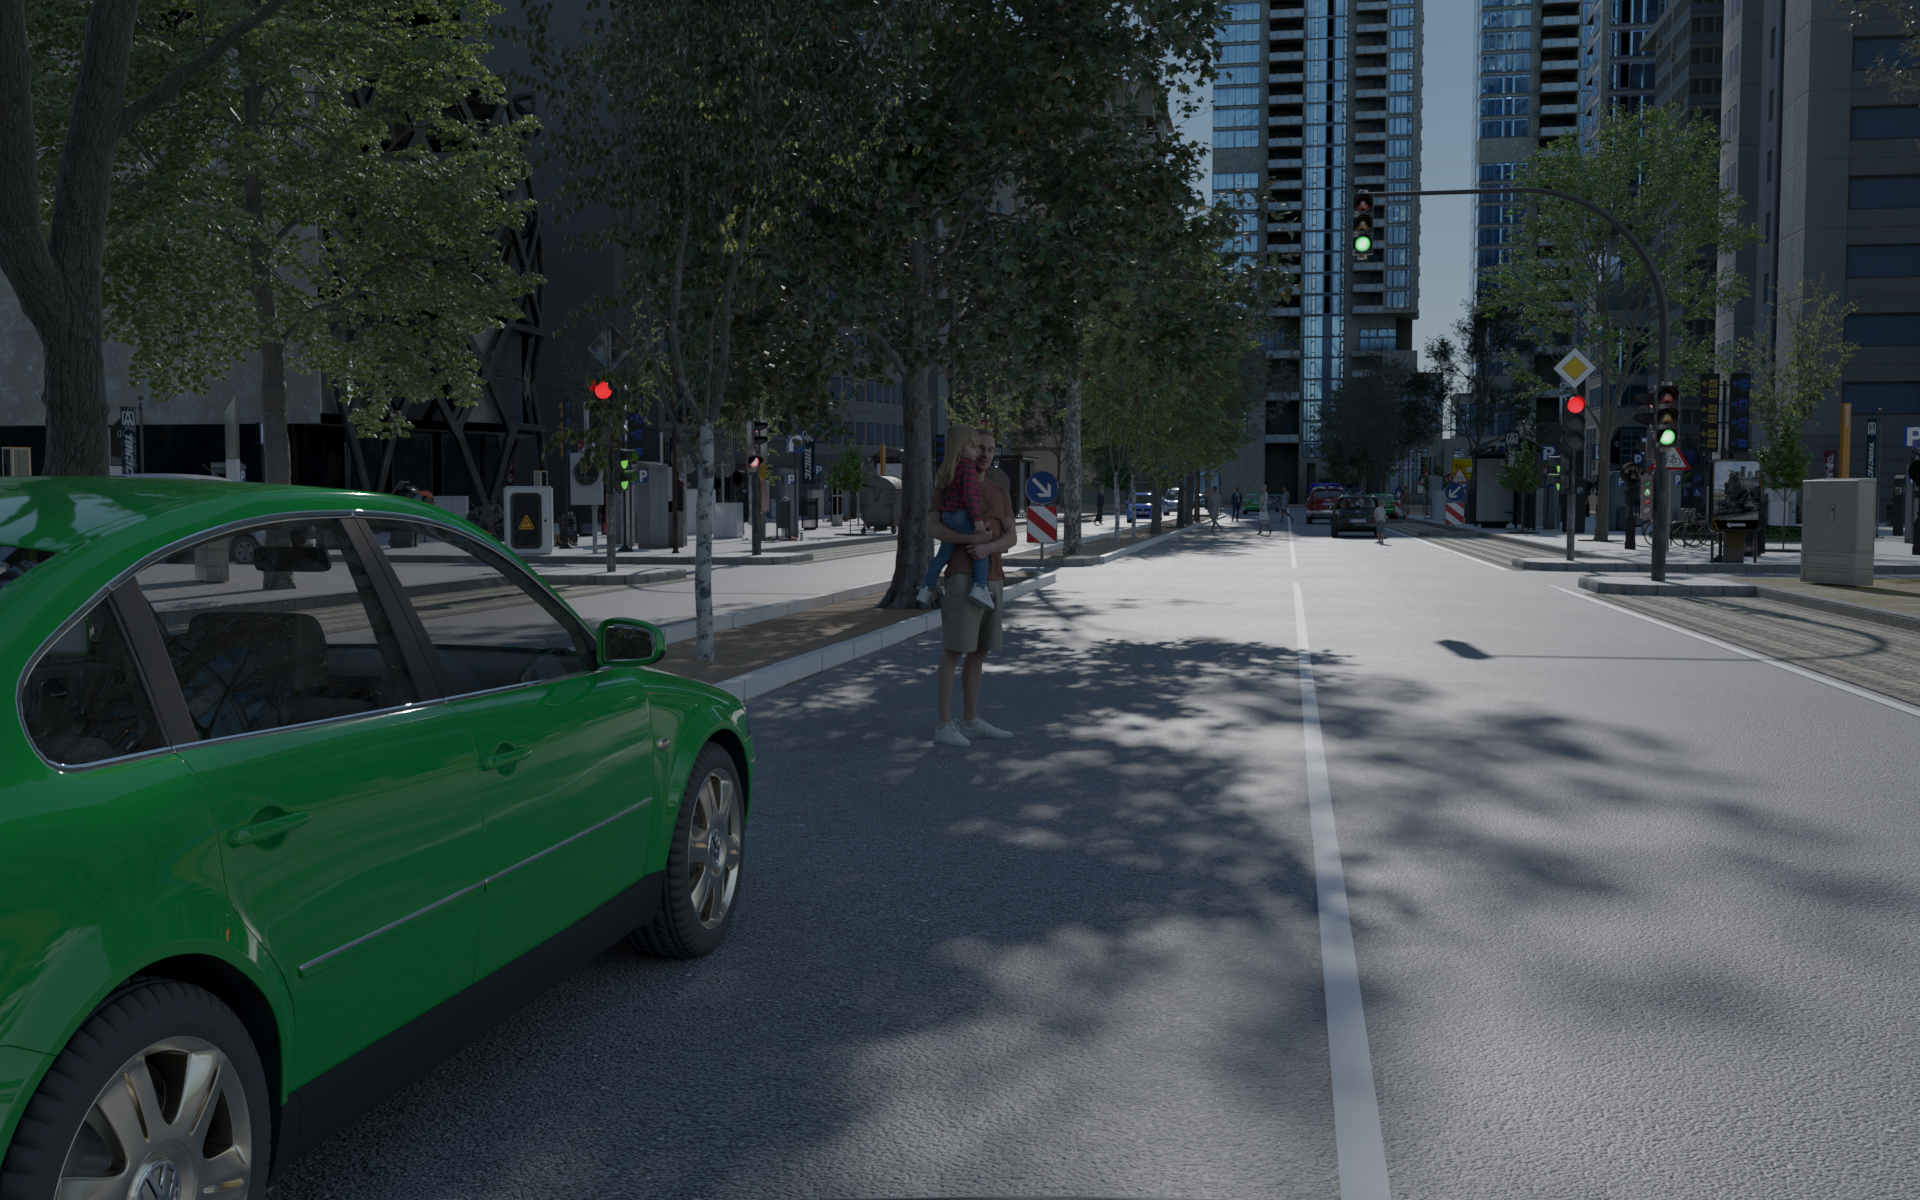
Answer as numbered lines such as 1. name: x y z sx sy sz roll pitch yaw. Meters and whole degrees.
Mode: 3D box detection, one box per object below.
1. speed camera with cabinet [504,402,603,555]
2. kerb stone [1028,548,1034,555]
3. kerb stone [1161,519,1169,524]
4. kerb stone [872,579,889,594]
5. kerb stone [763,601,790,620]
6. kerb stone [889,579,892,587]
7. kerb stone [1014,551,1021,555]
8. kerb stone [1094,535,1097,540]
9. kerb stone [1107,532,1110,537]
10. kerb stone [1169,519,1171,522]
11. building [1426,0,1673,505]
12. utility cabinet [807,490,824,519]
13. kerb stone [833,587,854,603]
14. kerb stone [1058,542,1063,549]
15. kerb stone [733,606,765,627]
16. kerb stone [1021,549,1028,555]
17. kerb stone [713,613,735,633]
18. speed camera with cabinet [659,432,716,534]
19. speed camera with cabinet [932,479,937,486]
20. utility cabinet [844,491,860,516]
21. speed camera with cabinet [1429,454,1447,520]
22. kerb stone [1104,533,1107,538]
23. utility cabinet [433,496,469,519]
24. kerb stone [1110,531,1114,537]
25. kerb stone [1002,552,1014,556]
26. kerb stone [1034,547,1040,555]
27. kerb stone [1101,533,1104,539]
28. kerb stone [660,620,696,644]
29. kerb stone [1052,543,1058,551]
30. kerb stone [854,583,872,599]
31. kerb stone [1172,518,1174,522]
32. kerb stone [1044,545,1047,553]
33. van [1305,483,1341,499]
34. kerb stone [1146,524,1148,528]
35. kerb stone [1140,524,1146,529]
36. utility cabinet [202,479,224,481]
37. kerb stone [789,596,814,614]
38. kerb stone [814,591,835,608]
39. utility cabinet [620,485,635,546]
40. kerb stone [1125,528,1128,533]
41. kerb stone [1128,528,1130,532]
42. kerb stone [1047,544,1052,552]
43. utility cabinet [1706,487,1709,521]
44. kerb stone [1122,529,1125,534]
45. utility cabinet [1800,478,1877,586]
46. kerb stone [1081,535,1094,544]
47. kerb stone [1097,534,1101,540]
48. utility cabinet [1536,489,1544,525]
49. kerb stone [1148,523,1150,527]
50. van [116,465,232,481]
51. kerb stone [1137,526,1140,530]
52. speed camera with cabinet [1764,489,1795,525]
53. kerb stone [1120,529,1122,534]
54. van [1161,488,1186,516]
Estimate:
1. speed camera with cabinet: -8.633 -2.598 36.813 2.038 3.252 0.660 -1 4 -10
2. kerb stone: 1.511 -1.063 39.569 0.120 0.150 1.000 1 4 11
3. kerb stone: 10.054 -3.836 84.919 0.120 0.150 1.000 1 4 11
4. kerb stone: -1.230 -0.169 24.955 0.120 0.150 1.000 1 4 11
5. kerb stone: -2.184 0.139 19.925 0.120 0.150 1.000 1 4 11
6. kerb stone: -1.042 -0.229 25.964 0.120 0.150 1.000 1 4 11
7. kerb stone: 1.134 -0.940 37.559 0.120 0.150 1.000 1 4 11
8. kerb stone: 3.983 -1.863 52.662 0.120 0.150 1.000 1 4 11
9. kerb stone: 4.733 -2.110 56.695 0.120 0.150 1.000 1 4 11
10. kerb stone: 10.254 -3.895 85.931 0.120 0.150 1.000 1 4 11
11. building: 73.360 -54.656 206.301 31.000 86.520 22.319 1 4 11
12. utility cabinet: -7.514 -4.972 89.977 0.318 1.500 1.173 2 4 26
13. kerb stone: -1.613 -0.043 22.945 0.120 0.150 1.000 1 4 11
14. kerb stone: 2.468 -1.365 44.596 0.120 0.150 1.000 1 4 11
15. kerb stone: -2.369 0.200 18.920 0.120 0.150 1.000 1 4 11
16. kerb stone: 1.322 -0.997 38.564 0.120 0.150 1.000 1 4 11
17. kerb stone: -2.570 0.262 17.918 0.120 0.150 1.000 1 4 11
18. speed camera with cabinet: -8.911 -3.757 55.760 2.038 3.252 0.660 -1 4 -10
19. speed camera with cabinet: -0.650 -6.926 107.576 2.038 3.252 0.660 2 4 24
20. utility cabinet: -6.104 -5.440 97.629 0.318 1.500 1.173 -3 4 -38
21. speed camera with cabinet: 23.596 -5.575 85.491 0.660 3.252 2.038 0 4 7
22. kerb stone: 4.550 -2.049 55.689 0.120 0.150 1.000 1 4 11
23. utility cabinet: -15.684 -2.582 53.378 1.020 1.237 0.306 0 4 5
24. kerb stone: 4.939 -2.169 57.704 0.120 0.150 1.000 1 4 11
25. kerb stone: 0.943 -0.878 36.555 0.120 0.150 1.000 1 4 11
26. kerb stone: 1.706 -1.124 40.573 0.120 0.150 1.000 1 4 11
27. kerb stone: 4.364 -1.987 54.684 0.120 0.150 1.000 1 4 11
28. kerb stone: -2.752 0.324 16.896 0.120 0.150 1.000 1 4 11
29. kerb stone: 2.276 -1.309 43.591 0.120 0.150 1.000 1 4 11
30. kerb stone: -1.426 -0.106 23.950 0.120 0.150 1.000 1 4 11
31. kerb stone: 10.627 -4.021 87.945 0.120 0.150 1.000 1 4 11
32. kerb stone: 1.891 -1.186 41.583 0.120 0.150 1.000 1 4 11
33. van: 21.253 -5.900 100.845 2.240 2.365 5.245 1 4 11
34. kerb stone: 7.592 -3.035 71.820 0.120 0.150 1.000 1 4 11
35. kerb stone: 7.403 -2.967 70.801 0.120 0.150 1.000 1 4 11
36. utility cabinet: -10.976 -1.023 25.398 0.318 1.500 1.173 -2 4 -32
37. kerb stone: -1.989 0.078 20.928 0.120 0.150 1.000 1 4 11
38. kerb stone: -1.808 0.024 21.942 0.120 0.150 1.000 1 4 11
39. utility cabinet: -8.266 -2.099 42.990 0.318 1.500 1.173 -1 4 -13
40. kerb stone: 5.883 -2.479 62.743 0.120 0.150 1.000 1 4 11
41. kerb stone: 6.074 -2.542 63.762 0.120 0.150 1.000 1 4 11
42. kerb stone: 2.085 -1.243 42.587 0.120 0.150 1.000 1 4 11
43. utility cabinet: 23.735 -2.760 53.808 0.318 1.500 1.173 -1 4 -17
44. kerb stone: 5.698 -2.419 61.738 0.120 0.150 1.000 1 4 11
45. utility cabinet: 12.330 -0.959 24.357 0.318 1.500 1.173 -1 4 -9
46. kerb stone: 3.802 -1.802 51.656 0.120 0.150 1.000 1 4 11
47. kerb stone: 4.171 -1.925 53.667 0.120 0.150 1.000 1 4 11
48. utility cabinet: 23.448 -3.735 69.741 1.173 1.500 0.318 3 5 40
49. kerb stone: 7.781 -3.097 72.826 0.120 0.150 1.000 1 4 11
50. van: -15.149 -1.713 35.015 4.112 2.044 2.013 1 4 12
51. kerb stone: 6.835 -2.786 67.786 0.120 0.150 1.000 1 4 11
52. speed camera with cabinet: 25.121 -3.592 53.061 0.660 3.252 2.038 1 4 16
53. kerb stone: 5.499 -2.357 60.726 0.120 0.150 1.000 1 4 11
54. van: 14.530 -6.666 116.007 2.013 2.044 4.112 1 4 11
